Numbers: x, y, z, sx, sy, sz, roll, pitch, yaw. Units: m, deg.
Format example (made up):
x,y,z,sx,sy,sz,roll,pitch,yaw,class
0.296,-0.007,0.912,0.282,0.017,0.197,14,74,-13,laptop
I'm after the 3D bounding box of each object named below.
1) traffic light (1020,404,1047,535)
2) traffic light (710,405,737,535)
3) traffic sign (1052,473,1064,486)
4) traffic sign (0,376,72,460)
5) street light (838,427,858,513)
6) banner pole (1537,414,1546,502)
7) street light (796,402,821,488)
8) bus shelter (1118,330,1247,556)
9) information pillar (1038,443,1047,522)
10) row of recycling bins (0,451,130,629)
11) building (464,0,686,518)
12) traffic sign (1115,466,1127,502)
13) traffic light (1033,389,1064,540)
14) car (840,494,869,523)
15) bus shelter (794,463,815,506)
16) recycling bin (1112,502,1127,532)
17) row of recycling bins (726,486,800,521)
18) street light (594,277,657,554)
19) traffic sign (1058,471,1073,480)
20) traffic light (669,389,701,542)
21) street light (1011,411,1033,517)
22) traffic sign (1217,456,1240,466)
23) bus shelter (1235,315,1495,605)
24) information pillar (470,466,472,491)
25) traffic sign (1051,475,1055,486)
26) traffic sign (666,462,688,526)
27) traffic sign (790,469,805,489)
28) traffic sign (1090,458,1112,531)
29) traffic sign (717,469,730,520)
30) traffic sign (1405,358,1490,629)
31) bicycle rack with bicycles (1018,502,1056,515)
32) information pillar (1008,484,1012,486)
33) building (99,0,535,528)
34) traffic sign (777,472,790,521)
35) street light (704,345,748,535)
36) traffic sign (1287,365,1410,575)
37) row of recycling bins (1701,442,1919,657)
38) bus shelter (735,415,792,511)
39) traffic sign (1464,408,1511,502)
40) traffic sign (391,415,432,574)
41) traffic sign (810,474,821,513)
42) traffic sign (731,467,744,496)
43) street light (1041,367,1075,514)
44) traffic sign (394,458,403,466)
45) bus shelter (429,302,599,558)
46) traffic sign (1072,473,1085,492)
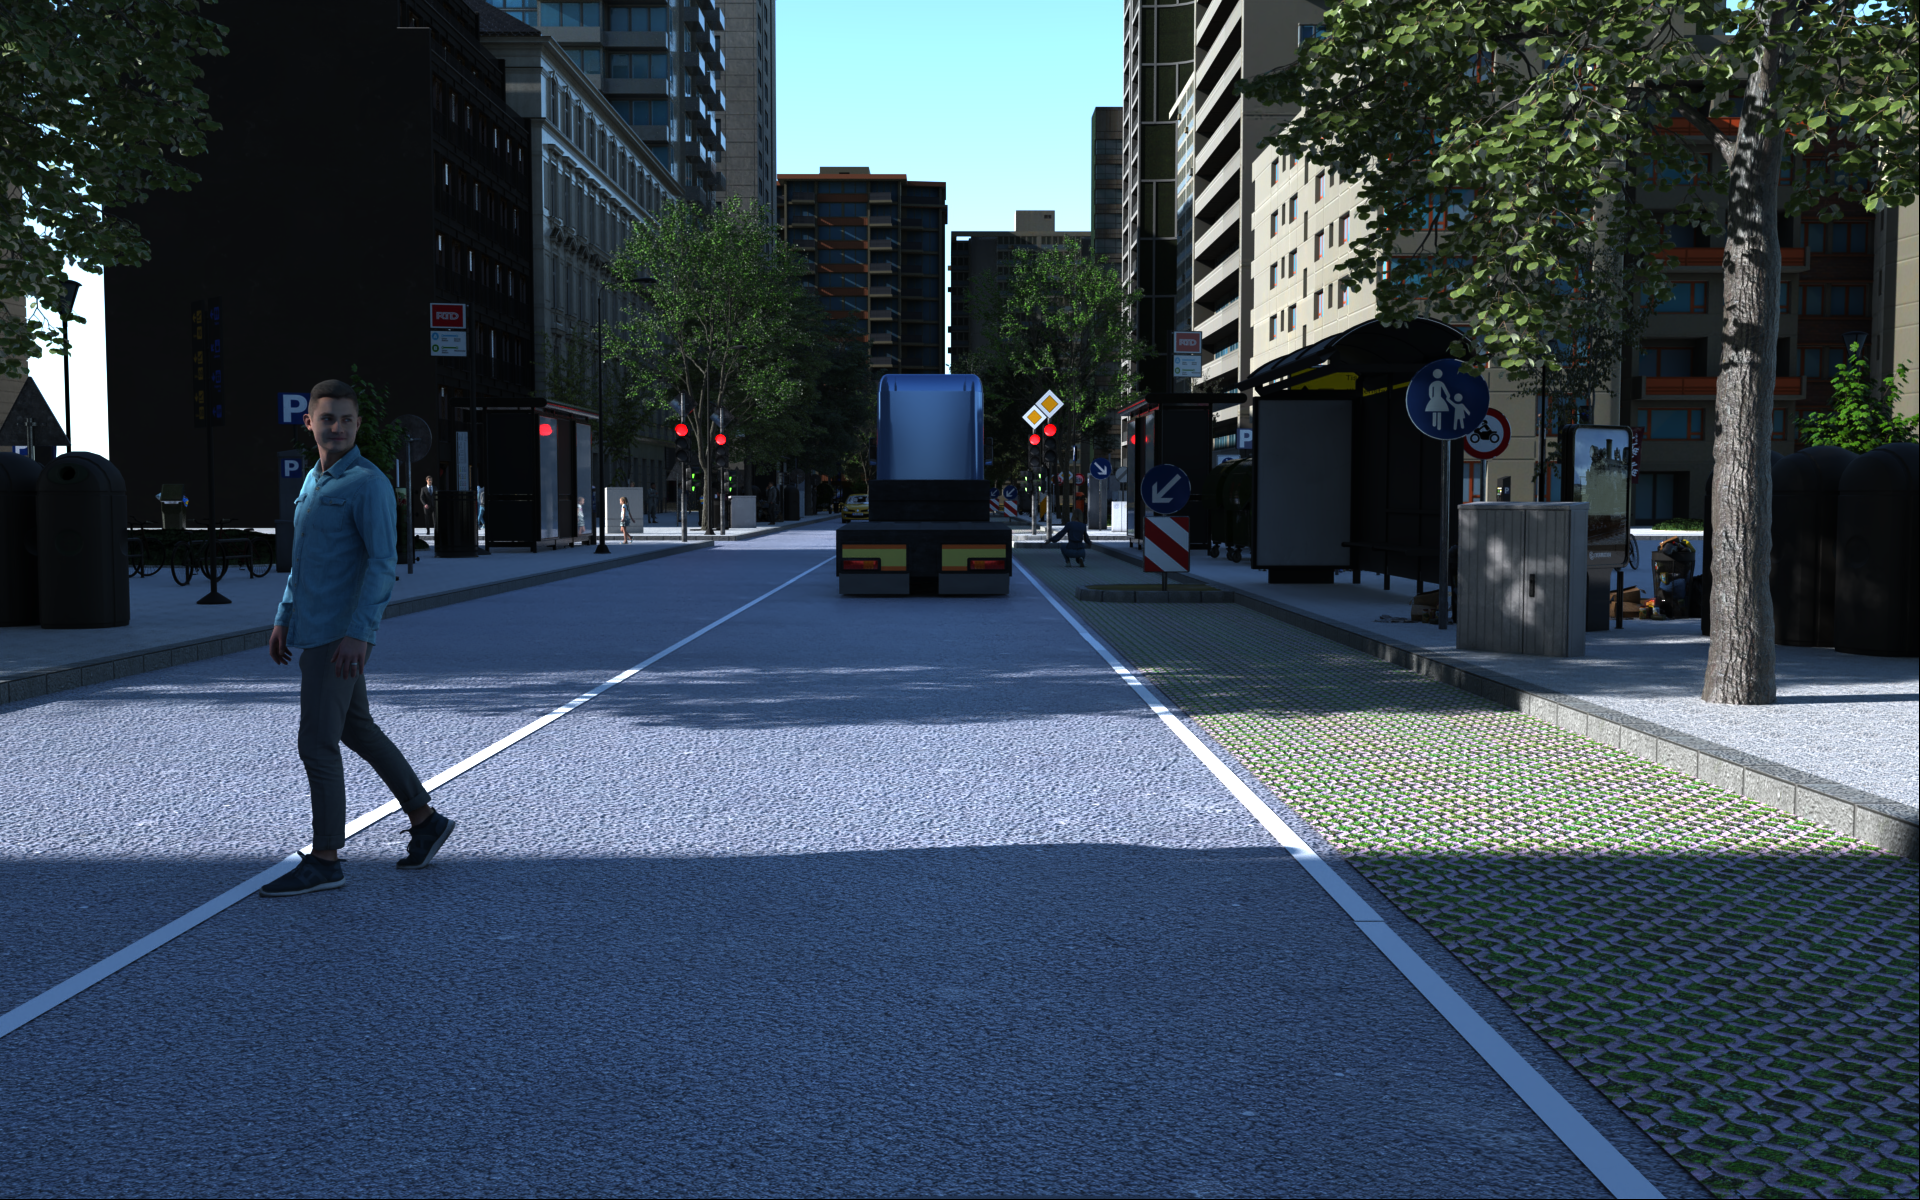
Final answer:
x,y,z,sx,sy,sz,roll,pitch,yaw,class
2.316,-4.009,54.472,0.839,4.253,0.868,0,4,0,traffic light
-7.444,-4.004,54.380,0.839,4.253,0.868,0,4,0,traffic light
6.062,-6.503,106.435,0.768,2.556,0.104,0,4,3,traffic sign
-10.269,-1.172,19.169,0.884,2.594,0.081,0,4,3,traffic sign
-7.743,-9.027,120.127,1.470,5.913,1.316,0,4,0,street light
18.185,-3.924,54.175,0.401,3.779,0.863,3,4,36,banner pole
-7.682,-7.027,87.425,1.470,5.913,1.316,0,4,0,street light
4.888,-3.824,40.150,2.179,5.291,8.768,0,4,0,bus shelter
3.875,-5.426,80.067,0.504,3.616,0.183,-3,5,-42,information pillar
-9.837,-0.611,17.096,3.534,1.692,1.069,1,4,11,row of recycling bins
-27.624,-19.954,102.655,17.030,29.872,44.131,0,4,0,building
7.520,-4.877,79.852,0.768,2.556,0.104,0,4,3,traffic sign
2.379,-3.521,46.487,0.839,4.253,0.868,0,4,0,traffic light
-4.924,-4.640,86.090,2.015,1.641,3.980,0,4,1,car
-11.148,-8.530,117.102,2.179,5.291,8.768,0,4,0,bus shelter
5.564,-2.819,58.652,0.722,1.027,0.722,1,4,19,recycling bin
-9.486,-4.667,83.413,3.534,1.692,1.069,0,4,-1,row of recycling bins
-7.188,-3.957,37.246,1.470,5.913,1.316,0,4,0,street light
5.211,-5.208,84.891,0.795,2.593,0.064,0,4,8,traffic sign
-7.382,-3.515,46.395,0.839,4.253,0.868,0,4,0,traffic light
3.453,-7.561,96.170,1.470,5.913,1.316,0,4,0,street light
7.012,-2.639,45.281,0.606,2.300,0.079,1,4,9,traffic sign
4.982,-1.733,22.264,2.014,3.302,5.546,0,4,0,bus shelter
-12.779,-2.465,44.789,0.304,2.012,0.304,0,4,-8,information pillar
5.864,-6.622,108.006,0.795,2.593,0.064,0,4,6,traffic sign
-11.174,-4.187,68.454,0.884,2.594,0.081,0,4,1,traffic sign
-8.129,-5.296,86.692,0.768,2.556,0.104,0,4,5,traffic sign
4.918,-3.702,60.640,0.768,2.556,0.104,0,4,1,traffic sign
-11.794,-5.304,86.820,0.768,2.556,0.104,0,4,1,traffic sign
4.585,-0.995,16.366,0.768,2.556,0.104,1,4,8,traffic sign
4.520,-5.897,109.801,2.852,0.926,2.925,-2,4,-35,bicycle rack with bicycles
3.676,-7.540,127.779,0.304,2.012,0.304,0,4,0,information pillar
-25.902,-14.851,72.497,12.332,23.373,15.834,0,4,0,building
-8.276,-4.833,81.143,0.606,2.300,0.079,0,4,6,traffic sign
-7.326,-4.999,54.272,1.470,5.913,1.316,0,4,0,street light
6.295,-2.045,27.314,2.265,3.308,0.079,0,4,5,traffic sign
7.507,-0.443,14.348,1.069,1.692,3.534,-1,4,-16,row of recycling bins
-10.253,-6.861,89.808,2.179,5.291,8.768,0,4,0,bus shelter
7.704,-1.554,25.518,0.768,2.556,0.104,0,4,3,traffic sign
-8.860,-1.696,27.839,0.768,2.556,0.104,0,4,7,traffic sign
-9.194,-6.719,109.953,0.768,2.556,0.104,0,4,2,traffic sign
-10.438,-4.959,81.085,0.884,2.594,0.081,0,4,3,traffic sign
3.654,-5.570,63.616,1.470,5.913,1.316,0,4,0,street light
-10.909,-2.072,33.606,0.795,2.593,0.064,0,4,7,traffic sign
-10.015,-3.751,38.955,2.179,5.291,8.768,0,4,-1,bus shelter
7.250,-6.470,105.882,0.768,2.556,0.104,0,4,5,traffic sign
